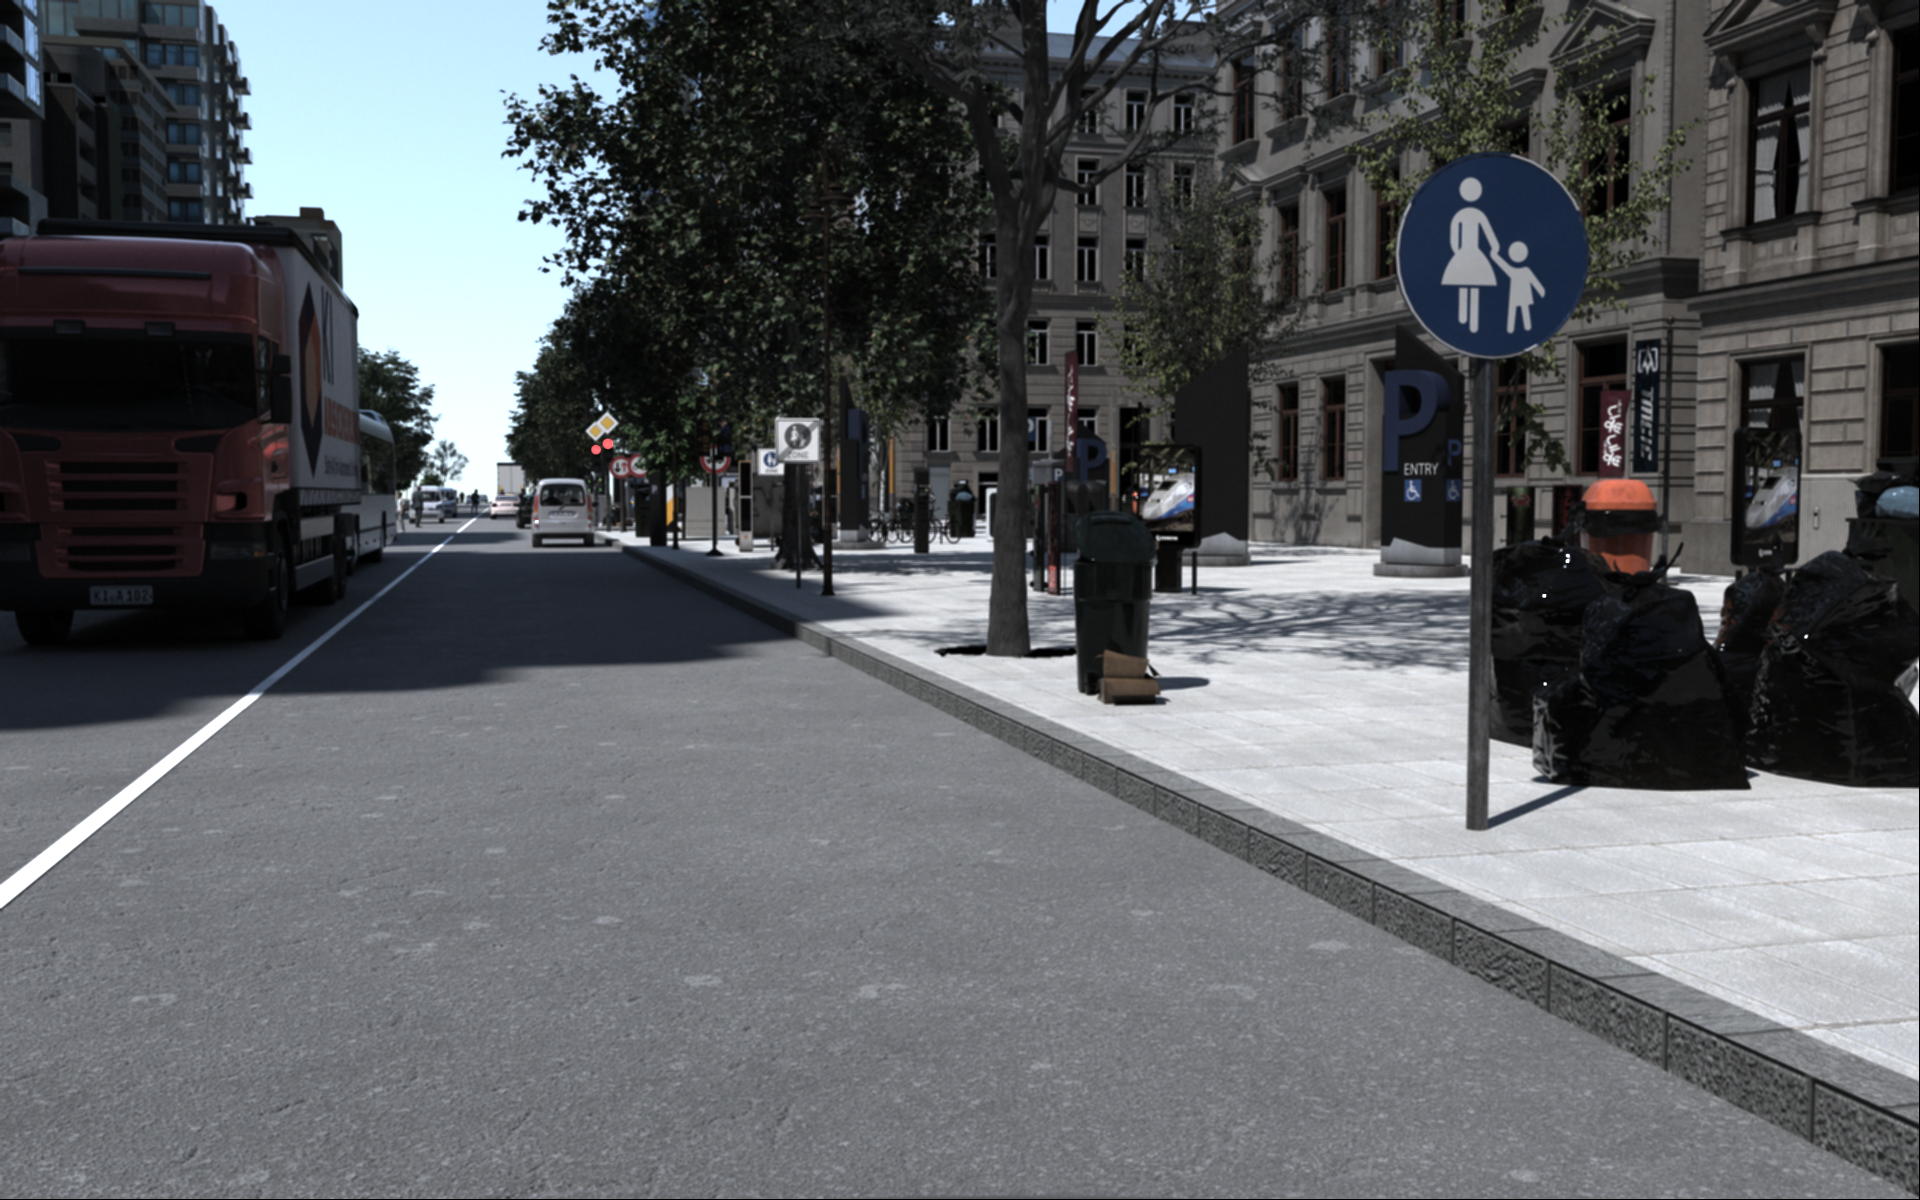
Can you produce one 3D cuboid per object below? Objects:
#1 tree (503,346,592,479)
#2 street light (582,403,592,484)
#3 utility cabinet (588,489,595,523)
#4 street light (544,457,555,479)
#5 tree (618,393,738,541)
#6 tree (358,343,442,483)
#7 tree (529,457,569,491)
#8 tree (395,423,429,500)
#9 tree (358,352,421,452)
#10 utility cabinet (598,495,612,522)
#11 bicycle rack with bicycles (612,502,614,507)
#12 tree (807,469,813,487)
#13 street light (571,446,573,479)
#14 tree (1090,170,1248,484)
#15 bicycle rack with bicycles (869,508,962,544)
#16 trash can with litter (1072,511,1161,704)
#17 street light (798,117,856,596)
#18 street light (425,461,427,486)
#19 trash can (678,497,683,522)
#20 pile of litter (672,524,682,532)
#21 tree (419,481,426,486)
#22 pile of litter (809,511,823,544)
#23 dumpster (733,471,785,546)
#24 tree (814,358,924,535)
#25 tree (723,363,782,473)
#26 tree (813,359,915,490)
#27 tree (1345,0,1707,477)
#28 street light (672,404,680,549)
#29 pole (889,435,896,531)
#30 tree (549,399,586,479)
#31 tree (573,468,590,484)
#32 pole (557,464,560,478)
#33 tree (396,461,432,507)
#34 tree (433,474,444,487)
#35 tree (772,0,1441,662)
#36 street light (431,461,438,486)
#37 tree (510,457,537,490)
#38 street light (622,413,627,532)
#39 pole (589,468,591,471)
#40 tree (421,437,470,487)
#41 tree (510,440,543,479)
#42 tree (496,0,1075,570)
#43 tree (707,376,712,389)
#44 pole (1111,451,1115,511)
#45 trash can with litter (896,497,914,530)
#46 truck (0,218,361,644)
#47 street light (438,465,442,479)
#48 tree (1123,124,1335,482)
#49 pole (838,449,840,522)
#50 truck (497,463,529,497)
[{"bbox_3d":[-31.020,-13.125,132.728,7.486,12.596,7.792,0,3,0],"label":"tree"},{"bbox_3d":[-17.688,-6.689,82.148,0.468,5.910,1.993,-1,4,-15],"label":"street light"},{"bbox_3d":[-16.484,-4.168,76.828,0.318,1.500,1.173,-2,4,-35],"label":"utility cabinet"},{"bbox_3d":[-37.046,-11.215,156.149,0.468,5.910,1.993,-1,4,-15],"label":"street light"},{"bbox_3d":[-7.773,-3.940,48.126,4.285,4.588,4.351,0,3,0],"label":"tree"},{"bbox_3d":[-49.308,-14.712,147.199,9.857,13.997,8.962,0,3,0],"label":"tree"},{"bbox_3d":[-58.679,-17.947,243.789,4.737,8.622,4.395,0,3,0],"label":"tree"},{"bbox_3d":[-58.437,-14.083,180.613,4.737,8.622,4.395,0,3,0],"label":"tree"},{"bbox_3d":[-44.184,-12.395,128.419,9.928,11.665,9.643,0,3,0],"label":"tree"},{"bbox_3d":[-16.313,-4.123,78.568,1.020,1.237,0.306,-3,5,-41],"label":"utility cabinet"},{"bbox_3d":[-22.507,-5.841,108.887,2.852,0.926,2.925,-1,4,-9],"label":"bicycle rack with bicycles"},{"bbox_3d":[-6.517,-8.233,84.971,4.360,8.622,3.978,0,3,0],"label":"tree"},{"bbox_3d":[-22.610,-7.834,100.881,0.468,5.910,1.993,-1,4,-15],"label":"street light"},{"bbox_3d":[5.284,-5.470,39.797,4.737,8.622,4.395,0,3,0],"label":"tree"},{"bbox_3d":[-1.702,-1.933,44.986,2.852,0.926,2.925,-2,4,-35],"label":"bicycle rack with bicycles"},{"bbox_3d":[1.065,0.025,10.973,0.624,1.170,1.055,0,4,-8],"label":"trash can with litter"},{"bbox_3d":[-1.673,-2.995,21.759,0.468,5.910,1.993,-1,4,-15],"label":"street light"},{"bbox_3d":[-67.242,-15.008,218.165,0.468,5.910,1.993,-1,4,-15],"label":"street light"},{"bbox_3d":[-12.994,-4.213,80.531,0.748,1.137,0.748,0,3,0],"label":"trash can"},{"bbox_3d":[-9.863,-2.748,58.888,1.176,0.858,1.719,-1,4,-20],"label":"pile of litter"},{"bbox_3d":[-71.866,-14.469,231.174,1.663,3.219,1.824,0,3,0],"label":"tree"},{"bbox_3d":[-4.041,-1.866,44.476,1.176,0.858,1.719,2,4,25],"label":"pile of litter"},{"bbox_3d":[-4.799,-2.229,42.206,1.264,1.857,1.865,-1,4,-15],"label":"dumpster"},{"bbox_3d":[-2.450,-6.379,54.653,4.737,8.622,4.395,0,3,0],"label":"tree"},{"bbox_3d":[-8.494,-7.886,79.292,4.737,8.622,4.395,0,3,0],"label":"tree"},{"bbox_3d":[-3.459,-7.426,71.780,4.360,8.622,3.978,0,3,0],"label":"tree"},{"bbox_3d":[7.089,-4.425,22.712,4.737,8.622,4.395,0,3,0],"label":"tree"},{"bbox_3d":[-6.628,-4.122,40.185,0.468,5.910,1.993,-1,4,-15],"label":"street light"},{"bbox_3d":[-2.334,-4.033,59.790,0.158,3.312,0.155,0,3,0],"label":"pole"},{"bbox_3d":[-24.991,-9.833,111.132,4.360,8.622,3.978,0,3,0],"label":"tree"},{"bbox_3d":[-25.373,-7.454,116.480,1.663,3.219,1.824,0,3,0],"label":"tree"},{"bbox_3d":[-26.460,-7.365,114.253,0.158,3.312,0.155,0,3,0],"label":"pole"},{"bbox_3d":[-55.261,-11.404,170.169,4.285,4.588,4.351,0,3,0],"label":"tree"},{"bbox_3d":[-74.962,-16.020,245.635,4.285,4.588,4.351,0,3,0],"label":"tree"},{"bbox_3d":[0.466,-6.296,13.302,12.009,13.543,11.850,0,3,0],"label":"tree"},{"bbox_3d":[-72.067,-16.137,236.632,0.468,5.910,1.993,-1,4,-15],"label":"street light"},{"bbox_3d":[-69.525,-21.867,283.286,9.928,11.665,9.643,0,3,0],"label":"tree"},{"bbox_3d":[-11.396,-5.252,58.660,0.468,5.910,1.993,-1,4,-15],"label":"street light"},{"bbox_3d":[-27.641,-8.298,129.511,0.158,3.312,0.155,0,3,0],"label":"pole"},{"bbox_3d":[-84.668,-21.334,283.217,8.767,10.594,7.601,-2,4,-30],"label":"tree"},{"bbox_3d":[-49.660,-16.614,206.049,8.767,10.594,7.601,0,4,0],"label":"tree"},{"bbox_3d":[-2.876,-6.878,29.457,9.611,12.733,9.660,0,3,0],"label":"tree"},{"bbox_3d":[-13.681,-9.143,99.847,4.737,8.622,4.395,0,3,0],"label":"tree"},{"bbox_3d":[7.221,-5.375,81.718,0.158,3.312,0.155,0,3,0],"label":"pole"},{"bbox_3d":[-1.717,-3.072,61.609,1.055,1.170,0.624,-2,4,-34],"label":"trash can with litter"},{"bbox_3d":[-8.713,-1.909,20.121,2.839,4.237,11.283,-1,4,-15],"label":"truck"},{"bbox_3d":[-77.045,-17.290,255.472,0.468,5.910,1.993,-1,4,-15],"label":"street light"},{"bbox_3d":[5.062,-5.157,34.683,4.360,8.622,3.978,0,3,0],"label":"tree"},{"bbox_3d":[-5.424,-5.167,78.323,0.158,3.312,0.155,0,3,0],"label":"pole"},{"bbox_3d":[-41.280,-10.446,159.697,2.839,4.237,11.283,-1,4,-13],"label":"truck"}]
